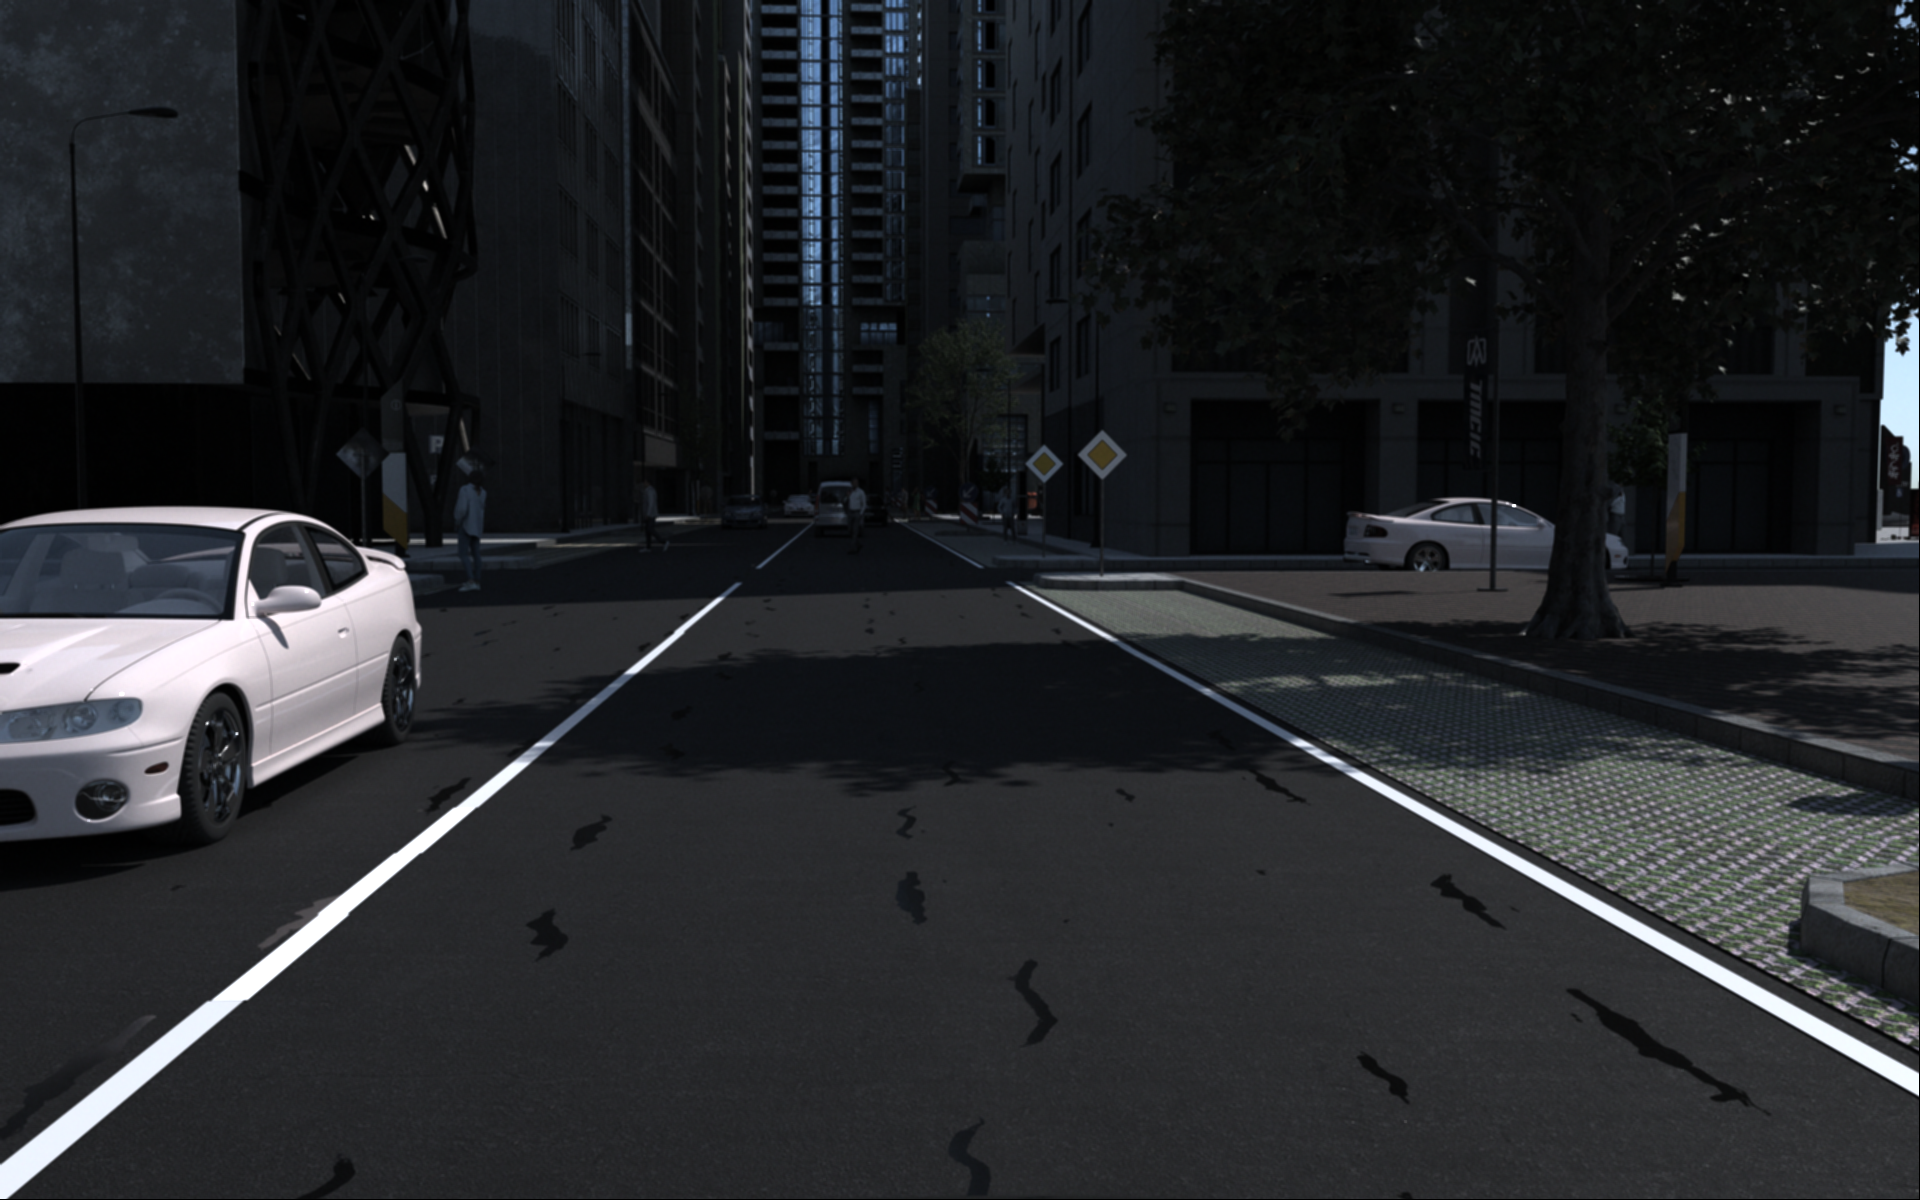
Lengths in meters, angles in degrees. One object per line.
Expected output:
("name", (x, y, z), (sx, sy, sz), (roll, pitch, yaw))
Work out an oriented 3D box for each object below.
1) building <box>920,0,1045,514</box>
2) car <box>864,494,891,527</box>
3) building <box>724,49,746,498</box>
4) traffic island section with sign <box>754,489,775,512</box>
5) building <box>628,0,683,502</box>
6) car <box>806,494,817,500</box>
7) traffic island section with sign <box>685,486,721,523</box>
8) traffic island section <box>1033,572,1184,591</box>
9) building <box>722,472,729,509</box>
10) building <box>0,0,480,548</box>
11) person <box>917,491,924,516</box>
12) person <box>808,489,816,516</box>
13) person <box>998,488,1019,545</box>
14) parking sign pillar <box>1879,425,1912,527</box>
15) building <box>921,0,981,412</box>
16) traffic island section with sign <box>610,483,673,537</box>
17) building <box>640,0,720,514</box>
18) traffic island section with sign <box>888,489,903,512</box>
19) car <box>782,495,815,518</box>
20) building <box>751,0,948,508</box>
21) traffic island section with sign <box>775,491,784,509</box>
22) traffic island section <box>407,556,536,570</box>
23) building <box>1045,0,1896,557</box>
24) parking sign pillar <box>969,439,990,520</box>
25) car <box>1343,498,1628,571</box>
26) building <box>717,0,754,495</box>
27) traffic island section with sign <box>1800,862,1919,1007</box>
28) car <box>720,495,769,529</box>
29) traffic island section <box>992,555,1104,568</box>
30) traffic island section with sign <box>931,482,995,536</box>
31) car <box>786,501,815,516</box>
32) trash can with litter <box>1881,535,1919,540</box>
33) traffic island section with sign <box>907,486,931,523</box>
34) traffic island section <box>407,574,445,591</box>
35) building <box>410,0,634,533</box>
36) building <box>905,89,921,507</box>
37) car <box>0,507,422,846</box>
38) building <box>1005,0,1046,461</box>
("building", (8.602, -49.783, 126.625), (22.319, 86.520, 31.000), (0, 4, -4))
("car", (-4.090, -4.128, 77.279), (2.009, 1.686, 4.222), (0, 4, -2))
("building", (-26.728, -28.793, 154.356), (14.154, 41.232, 14.086), (0, 4, -4))
("traffic island section with sign", (-15.807, -7.824, 136.544), (1.989, 1.847, 2.006), (0, 4, -4))
("building", (-22.431, -18.014, 88.044), (14.314, 27.812, 24.014), (0, 4, -4))
("car", (-13.478, -8.961, 158.308), (2.131, 1.459, 4.920), (0, 4, -3))
("traffic island section with sign", (-12.551, -4.728, 85.930), (1.989, 1.847, 2.006), (0, 4, -4))
("traffic island section", (2.225, -0.287, 26.970), (2.009, 0.180, 2.903), (0, 4, -4))
("building", (-34.549, -27.032, 133.857), (32.217, 40.220, 23.993), (0, 4, -4))
("building", (-20.657, -10.655, 41.659), (16.820, 18.784, 16.811), (0, 4, -4))
("person", (-2.594, -6.177, 110.956), (0.593, 1.643, 0.415), (-1, 4, -11))
("person", (-9.480, -6.245, 111.129), (0.750, 1.759, 0.617), (0, 4, 6))
("person", (1.350, -2.344, 48.632), (0.589, 1.601, 0.330), (0, 4, -5))
("parking sign pillar", (36.609, -4.852, 67.794), (1.447, 3.967, 1.447), (-2, 4, -25))
("building", (6.931, -37.648, 157.545), (21.231, 58.520, 28.212), (0, 4, -4))
("traffic island section with sign", (-10.823, -3.083, 59.030), (1.989, 1.847, 2.006), (0, 4, -4))
("building", (-23.500, -26.393, 115.121), (14.154, 41.232, 14.086), (0, 4, -4))
("traffic island section with sign", (-4.848, -7.848, 136.946), (1.989, 1.847, 2.006), (0, 4, -4))
("car", (-9.931, -5.794, 107.099), (2.083, 1.381, 4.827), (0, 4, -5))
("building", (-17.770, -54.430, 202.601), (31.000, 86.520, 22.319), (0, 4, -4))
("traffic island section with sign", (-17.571, -9.496, 163.884), (1.989, 1.847, 2.006), (0, 4, -4))
("traffic island section", (-9.556, -0.730, 34.221), (2.009, 0.180, 2.903), (0, 4, -4))
("building", (13.507, -37.042, 43.882), (20.611, 71.187, 20.563), (0, 4, -4))
("parking sign pillar", (0.767, -5.902, 84.975), (1.447, 3.967, 1.447), (-1, 4, -13))
("car", (9.089, -1.078, 29.981), (4.827, 1.381, 2.083), (0, 4, -4))
("building", (-35.031, -38.562, 172.495), (28.212, 58.520, 21.231), (0, 4, -4))
("traffic island section with sign", (3.643, 0.222, 4.998), (1.989, 1.847, 2.006), (0, 4, -4))
("car", (-8.974, -3.687, 72.282), (2.014, 1.417, 4.499), (0, 4, -4))
("traffic island section", (1.712, -0.774, 34.938), (2.009, 0.180, 2.903), (0, 4, -4))
("traffic island section with sign", (0.134, -3.111, 59.487), (1.989, 1.847, 2.006), (0, 4, -4))
("car", (-10.448, -6.193, 113.841), (1.945, 1.354, 3.894), (0, 4, -3))
("trash can with litter", (26.878, -2.306, 48.754), (2.233, 1.210, 1.678), (0, 4, -4))
("traffic island section with sign", (-1.595, -4.756, 86.386), (1.989, 1.847, 2.006), (0, 4, -4))
("traffic island section", (-9.044, -0.243, 26.252), (2.009, 0.180, 2.903), (0, 4, -4))
("building", (-19.751, -15.136, 65.504), (12.078, 24.808, 19.932), (0, 4, -4))
("building", (1.344, -30.296, 178.940), (14.154, 41.232, 14.086), (0, 4, -4))
("car", (-4.033, 0.234, 8.530), (2.083, 1.381, 4.827), (0, 4, -3))
("building", (16.625, -30.000, 79.733), (28.713, 52.752, 27.495), (0, 4, -4))
